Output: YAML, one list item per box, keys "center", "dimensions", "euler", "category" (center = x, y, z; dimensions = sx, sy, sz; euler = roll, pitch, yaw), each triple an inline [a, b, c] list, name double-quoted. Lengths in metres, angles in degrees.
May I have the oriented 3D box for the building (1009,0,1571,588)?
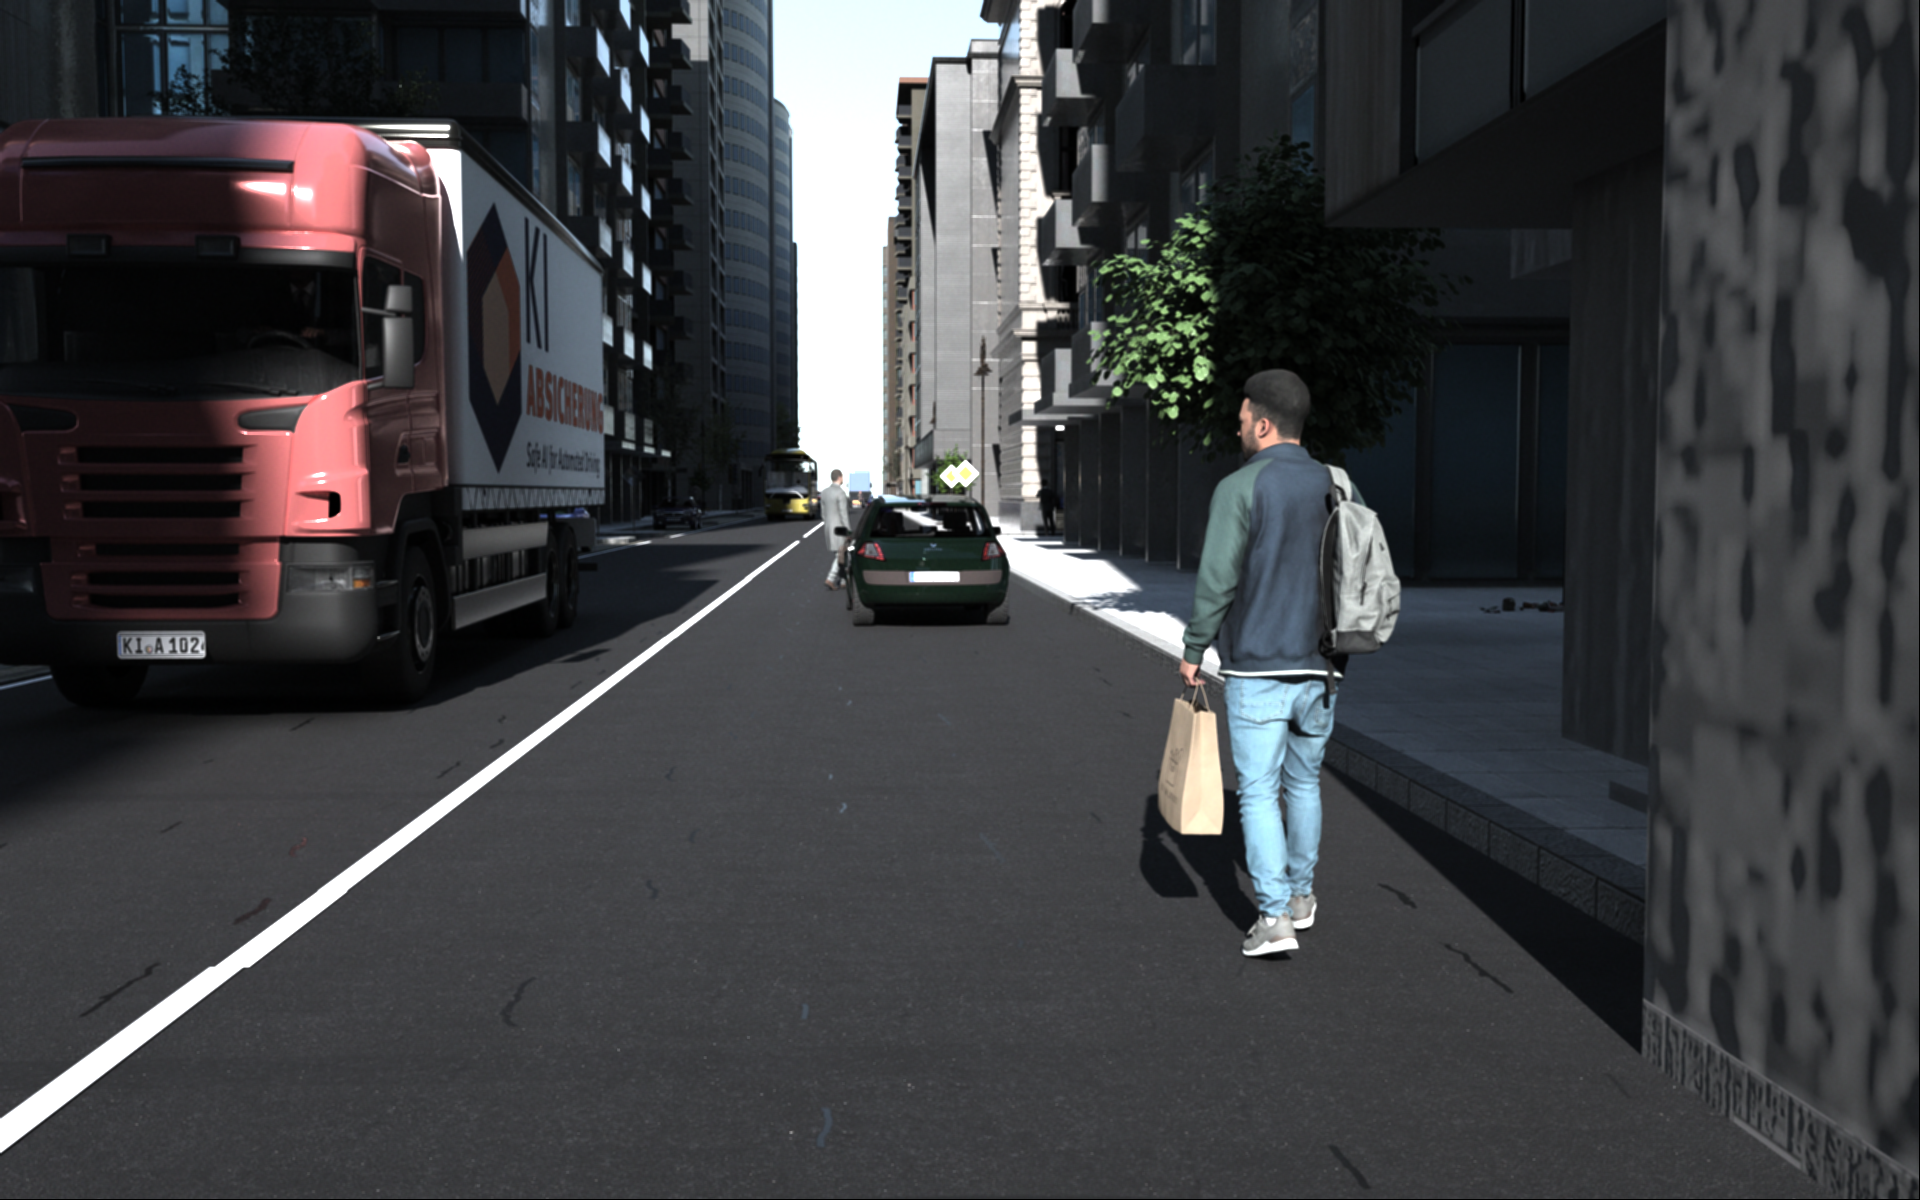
- center: [13.591, -25.439, 35.541]
  dimensions: [23.786, 49.044, 30.456]
  euler: [0, 4, -3]
  category: "building"

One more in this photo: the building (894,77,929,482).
- center: [4.332, -32.219, 181.398]
  dimensions: [22.147, 44.769, 28.867]
  euler: [0, 4, -3]
  category: "building"

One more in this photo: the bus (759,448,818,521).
- center: [-9.418, -6.450, 97.006]
  dimensions: [2.896, 3.916, 12.252]
  euler: [0, 4, -3]
  category: "bus"

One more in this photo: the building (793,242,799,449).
- center: [-32.732, -36.037, 272.802]
  dimensions: [14.154, 41.232, 14.086]
  euler: [0, 4, -3]
  category: "building"

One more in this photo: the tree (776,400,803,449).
- center: [-22.576, -17.827, 209.592]
  dimensions: [7.486, 12.596, 7.792]
  euler: [0, 3, 0]
  category: "tree"

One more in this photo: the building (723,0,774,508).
- center: [-29.118, -38.255, 167.468]
  dimensions: [21.231, 58.520, 28.212]
  euler: [0, 4, -3]
  category: "building"

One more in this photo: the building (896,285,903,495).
- center: [-1.587, -28.204, 232.842]
  dimensions: [14.160, 30.474, 14.107]
  euler: [0, 4, -3]
  category: "building"

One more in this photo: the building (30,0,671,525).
- center: [-25.014, -27.620, 71.198]
  dimensions: [23.786, 49.044, 30.456]
  euler: [0, 4, -3]
  category: "building"

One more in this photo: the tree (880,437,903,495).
- center: [-8.013, -16.541, 220.802]
  dimensions: [4.360, 8.622, 3.978]
  euler: [0, 3, 0]
  category: "tree"

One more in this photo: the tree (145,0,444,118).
- center: [-12.494, -5.996, 32.444]
  dimensions: [8.767, 10.594, 7.601]
  euler: [1, 4, 15]
  category: "tree"

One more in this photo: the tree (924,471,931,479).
- center: [-0.466, -4.791, 72.935]
  dimensions: [1.663, 3.219, 1.824]
  euler: [0, 3, 0]
  category: "tree"

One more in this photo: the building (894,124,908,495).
- center: [0.051, -33.814, 202.972]
  dimensions: [14.600, 45.320, 14.200]
  euler: [0, 4, -3]
  category: "building"

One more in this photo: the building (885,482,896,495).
- center: [5.252, -34.282, 252.395]
  dimensions: [32.217, 40.220, 23.993]
  euler: [0, 4, -3]
  category: "building"

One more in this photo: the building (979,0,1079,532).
- center: [11.024, -14.370, 63.828]
  dimensions: [19.941, 23.489, 11.050]
  euler: [0, 4, -3]
  category: "building"

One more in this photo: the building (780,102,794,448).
- center: [-35.179, -43.363, 250.976]
  dimensions: [21.231, 58.520, 28.212]
  euler: [0, 4, -3]
  category: "building"

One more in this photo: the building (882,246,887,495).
- center: [-5.828, -36.861, 286.275]
  dimensions: [14.154, 41.232, 14.086]
  euler: [0, 4, -3]
  category: "building"

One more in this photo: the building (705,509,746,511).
- center: [-27.822, -43.061, 142.305]
  dimensions: [20.563, 71.187, 20.611]
  euler: [0, 4, -3]
  category: "building"

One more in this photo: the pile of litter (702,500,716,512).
- center: [-18.749, -6.910, 126.948]
  dimensions: [1.719, 0.858, 1.176]
  euler: [0, 4, -4]
  category: "pile of litter"

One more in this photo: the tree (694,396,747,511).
- center: [-17.778, -10.885, 128.325]
  dimensions: [4.737, 8.622, 4.395]
  euler: [0, 3, 0]
  category: "tree"

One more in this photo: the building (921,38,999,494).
- center: [3.166, -20.920, 119.529]
  dimensions: [11.434, 29.767, 29.804]
  euler: [0, 4, -3]
  category: "building"

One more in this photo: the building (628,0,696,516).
- center: [-28.585, -27.777, 108.778]
  dimensions: [22.147, 44.769, 28.867]
  euler: [0, 4, -3]
  category: "building"

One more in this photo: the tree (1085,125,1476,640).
- center: [2.901, -1.944, 15.504]
  dimensions: [4.285, 4.588, 4.351]
  euler: [0, 3, 0]
  category: "tree"

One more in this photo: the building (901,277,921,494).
- center: [9.007, -18.838, 153.036]
  dimensions: [27.650, 21.520, 28.899]
  euler: [0, 4, -3]
  category: "building"

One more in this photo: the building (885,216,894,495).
- center: [-4.392, -37.977, 271.034]
  dimensions: [14.600, 45.320, 14.200]
  euler: [0, 4, -3]
  category: "building"

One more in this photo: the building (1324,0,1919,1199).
- center: [8.649, -19.672, 5.236]
  dimensions: [14.154, 41.232, 14.086]
  euler: [0, 4, -3]
  category: "building"

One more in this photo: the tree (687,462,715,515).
- center: [-15.648, -6.739, 104.792]
  dimensions: [1.663, 3.219, 1.824]
  euler: [0, 3, 0]
  category: "tree"

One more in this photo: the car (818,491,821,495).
- center: [-16.295, -12.118, 206.794]
  dimensions: [2.281, 1.827, 5.304]
  euler: [0, 4, -4]
  category: "car"

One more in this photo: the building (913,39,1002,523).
- center: [5.133, -16.563, 89.872]
  dimensions: [14.314, 24.678, 30.058]
  euler: [0, 4, -3]
  category: "building"

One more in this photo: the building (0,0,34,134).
- center: [-37.571, -27.112, 32.527]
  dimensions: [27.495, 52.752, 28.713]
  euler: [0, 4, -3]
  category: "building"

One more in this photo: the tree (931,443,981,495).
- center: [-0.039, -4.342, 65.587]
  dimensions: [1.663, 3.219, 1.824]
  euler: [0, 3, 0]
  category: "tree"

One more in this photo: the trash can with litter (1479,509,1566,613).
- center: [6.580, -0.506, 19.325]
  dimensions: [2.233, 1.210, 1.678]
  euler: [-2, 4, -26]
  category: "trash can with litter"

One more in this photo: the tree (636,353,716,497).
- center: [-15.099, -8.615, 91.219]
  dimensions: [4.360, 8.622, 3.978]
  euler: [0, 3, 0]
  category: "tree"
